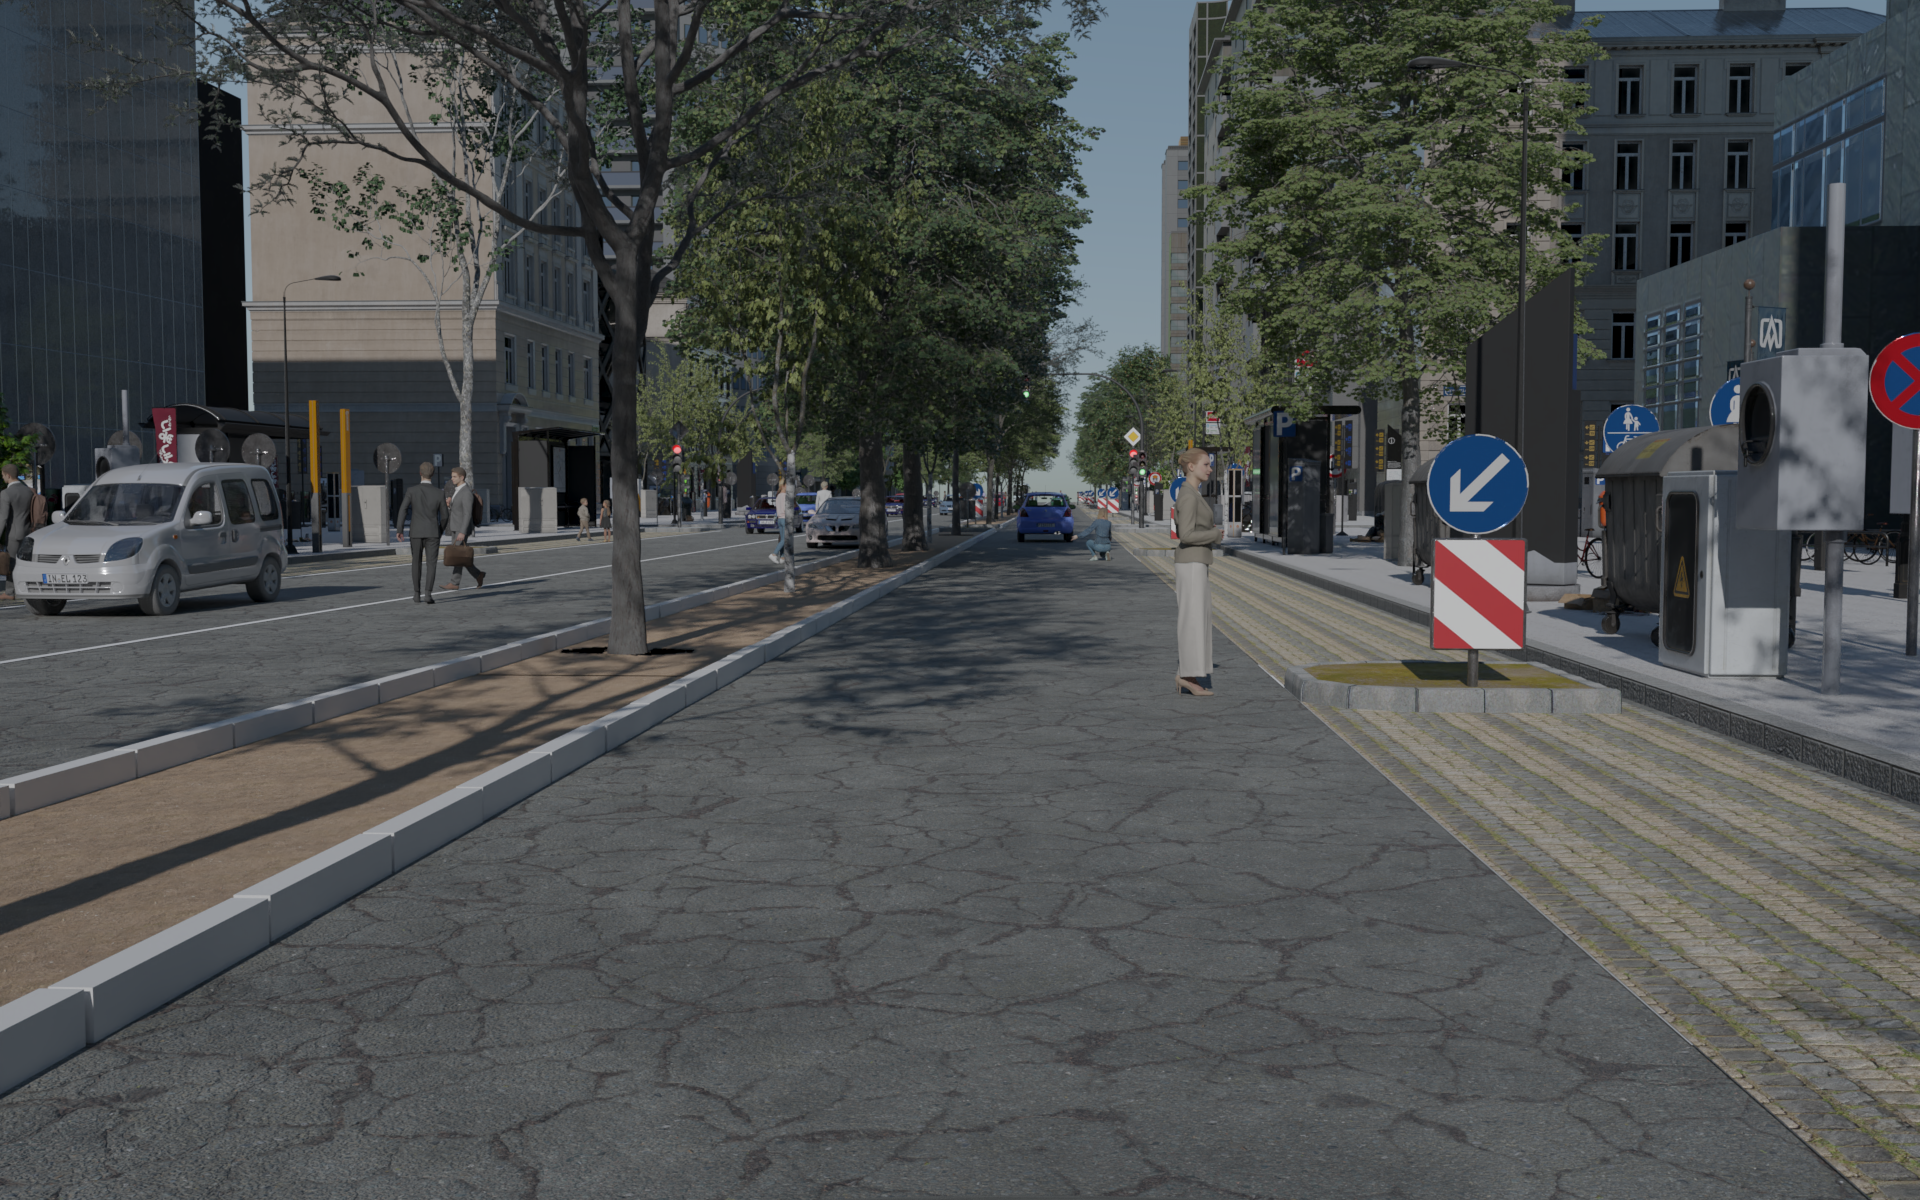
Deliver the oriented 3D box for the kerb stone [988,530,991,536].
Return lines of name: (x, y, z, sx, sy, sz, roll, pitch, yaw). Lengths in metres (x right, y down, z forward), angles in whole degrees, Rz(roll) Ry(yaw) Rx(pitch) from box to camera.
kerb stone: (0.864, -2.202, 58.207, 0.120, 0.150, 1.000, 0, 4, 3)

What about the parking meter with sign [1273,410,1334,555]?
parking meter with sign: (7.364, -2.486, 36.913, 0.543, 3.016, 1.738, 3, 5, 42)

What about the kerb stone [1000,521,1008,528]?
kerb stone: (1.941, -3.304, 76.219, 0.120, 0.150, 1.000, 0, 4, 3)

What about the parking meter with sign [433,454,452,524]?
parking meter with sign: (-22.152, -4.865, 75.796, 0.543, 3.016, 1.738, 2, 4, 32)

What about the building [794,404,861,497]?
building: (-20.127, -29.379, 252.039, 14.160, 30.474, 14.107, 0, 4, 3)

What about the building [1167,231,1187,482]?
building: (39.392, -35.861, 269.925, 14.154, 41.232, 14.086, 0, 4, 3)

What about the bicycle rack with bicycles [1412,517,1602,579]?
bicycle rack with bicycles: (8.383, -0.839, 27.099, 2.852, 0.926, 2.925, -1, 4, -12)

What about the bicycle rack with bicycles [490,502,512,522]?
bicycle rack with bicycles: (-21.877, -4.019, 79.085, 2.925, 0.926, 2.852, -1, 4, -13)

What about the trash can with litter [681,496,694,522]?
trash can with litter: (-12.632, -4.240, 80.715, 0.624, 1.170, 1.055, -2, 4, -27)

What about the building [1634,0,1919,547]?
building: (30.596, -44.109, 33.860, 22.319, 86.520, 31.000, 0, 4, 3)

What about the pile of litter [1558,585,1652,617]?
pile of litter: (7.195, -0.310, 19.038, 1.176, 0.858, 1.719, 2, 4, 29)

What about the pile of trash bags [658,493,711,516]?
pile of trash bags: (-16.712, -5.781, 104.270, 3.447, 1.369, 1.912, -1, 4, -11)

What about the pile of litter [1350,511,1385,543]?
pile of litter: (11.112, -1.967, 46.127, 1.176, 0.858, 1.719, -1, 4, -17)

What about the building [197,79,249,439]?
building: (-48.489, -16.043, 91.976, 15.834, 23.373, 12.332, 0, 4, 3)

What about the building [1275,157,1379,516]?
building: (29.808, -18.131, 115.507, 14.314, 24.678, 30.058, 0, 4, 3)

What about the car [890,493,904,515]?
car: (-3.772, -6.707, 118.700, 2.155, 1.783, 4.494, 0, 4, 4)

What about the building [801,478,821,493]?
building: (-32.025, -30.542, 191.238, 32.217, 40.220, 23.993, 0, 4, 3)

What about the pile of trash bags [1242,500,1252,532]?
pile of trash bags: (10.652, -3.029, 59.270, 1.912, 1.369, 3.447, 2, 4, 28)

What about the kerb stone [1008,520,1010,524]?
kerb stone: (2.065, -3.423, 78.262, 0.120, 0.150, 1.000, 0, 4, 3)

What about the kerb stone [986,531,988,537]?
kerb stone: (0.746, -2.076, 56.162, 0.120, 0.150, 1.000, 0, 4, 3)

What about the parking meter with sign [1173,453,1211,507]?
parking meter with sign: (10.075, -4.814, 74.971, 1.738, 3.016, 0.543, 2, 4, 32)

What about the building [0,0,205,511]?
building: (-34.805, -14.212, 50.396, 19.932, 24.808, 12.078, 0, 4, 3)

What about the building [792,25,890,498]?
building: (-21.571, -50.809, 268.984, 20.563, 71.187, 20.611, 0, 4, 3)

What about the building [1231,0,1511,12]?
building: (40.956, -35.429, 168.499, 28.713, 52.752, 27.495, 0, 4, 3)

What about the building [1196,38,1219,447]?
building: (42.188, -37.164, 196.867, 28.713, 52.752, 27.495, 0, 4, 3)

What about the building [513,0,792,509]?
building: (-28.375, -38.037, 163.905, 21.231, 58.520, 28.212, 0, 4, 3)

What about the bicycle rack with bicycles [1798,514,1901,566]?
bicycle rack with bicycles: (16.679, -1.147, 32.133, 2.852, 0.926, 2.925, -2, 4, -34)

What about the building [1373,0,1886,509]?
building: (34.410, -17.738, 87.283, 25.104, 27.353, 12.463, 0, 4, 3)

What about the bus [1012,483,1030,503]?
bus: (10.489, -18.375, 295.288, 2.948, 3.499, 13.247, 0, 4, 4)

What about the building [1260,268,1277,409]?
building: (31.165, -18.905, 138.773, 12.332, 23.373, 15.834, 0, 4, 3)

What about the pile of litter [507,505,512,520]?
pile of litter: (-21.680, -4.369, 85.392, 1.176, 0.858, 1.719, 2, 4, 26)

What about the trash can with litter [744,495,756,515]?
trash can with litter: (-12.299, -5.655, 103.510, 1.678, 1.210, 2.233, -3, 4, -38)

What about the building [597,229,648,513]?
building: (-29.761, -15.174, 115.540, 16.820, 18.784, 16.811, 0, 4, 3)

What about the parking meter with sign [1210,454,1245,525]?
parking meter with sign: (11.416, -4.624, 71.859, 1.738, 3.016, 0.543, 0, 4, 1)

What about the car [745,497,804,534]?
car: (-6.789, -3.112, 63.453, 1.945, 1.354, 3.894, 0, 4, 3)

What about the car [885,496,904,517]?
car: (-4.089, -5.905, 109.123, 1.945, 1.354, 3.894, 0, 4, 5)

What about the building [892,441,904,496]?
building: (-16.320, -37.788, 301.427, 14.154, 41.232, 14.086, 0, 4, 3)

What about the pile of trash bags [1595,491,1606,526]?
pile of trash bags: (15.201, -2.127, 44.527, 3.447, 1.369, 1.912, 1, 4, 12)

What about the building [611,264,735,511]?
building: (-24.530, -16.773, 138.860, 10.561, 19.102, 19.286, 0, 4, 3)

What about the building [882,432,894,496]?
building: (-18.561, -38.971, 287.293, 14.600, 45.320, 14.200, 0, 4, 3)

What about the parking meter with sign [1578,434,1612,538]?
parking meter with sign: (18.676, -3.345, 50.957, 0.543, 3.016, 1.738, -1, 4, -10)

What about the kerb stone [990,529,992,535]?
kerb stone: (0.926, -2.261, 59.234, 0.120, 0.150, 1.000, 0, 4, 3)

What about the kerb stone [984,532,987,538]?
kerb stone: (0.692, -2.015, 55.141, 0.120, 0.150, 1.000, 0, 4, 3)

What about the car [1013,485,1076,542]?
car: (2.578, -2.646, 52.852, 1.945, 1.707, 3.694, 0, 4, 1)

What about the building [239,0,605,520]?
building: (-28.793, -18.985, 96.307, 13.634, 28.700, 20.117, 0, 4, 3)

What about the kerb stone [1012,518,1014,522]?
kerb stone: (2.428, -3.804, 84.395, 0.120, 0.150, 1.000, 0, 4, 3)

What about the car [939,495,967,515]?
car: (-0.360, -6.452, 117.486, 2.014, 1.417, 4.499, 0, 4, 5)

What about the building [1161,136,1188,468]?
building: (44.256, -45.795, 290.746, 21.231, 58.520, 28.212, 0, 4, 3)

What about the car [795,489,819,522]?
car: (-6.922, -4.278, 79.529, 1.945, 1.707, 3.694, 0, 4, 2)

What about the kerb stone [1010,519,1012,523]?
kerb stone: (2.242, -3.614, 81.326, 0.120, 0.150, 1.000, 0, 4, 3)

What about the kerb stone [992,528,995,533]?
kerb stone: (1.054, -2.391, 61.285, 0.120, 0.150, 1.000, 0, 4, 3)

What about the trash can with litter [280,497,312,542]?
trash can with litter: (-18.301, -2.156, 46.307, 2.233, 1.210, 1.678, -1, 4, -18)

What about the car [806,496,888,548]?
car: (-3.044, -2.142, 47.389, 2.083, 1.381, 4.827, 0, 4, 4)

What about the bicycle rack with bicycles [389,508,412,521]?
bicycle rack with bicycles: (-27.766, -4.280, 83.360, 2.925, 0.926, 2.852, -3, 4, -36)

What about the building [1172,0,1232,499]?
building: (41.758, -49.741, 251.524, 20.563, 71.187, 20.611, 0, 4, 3)
